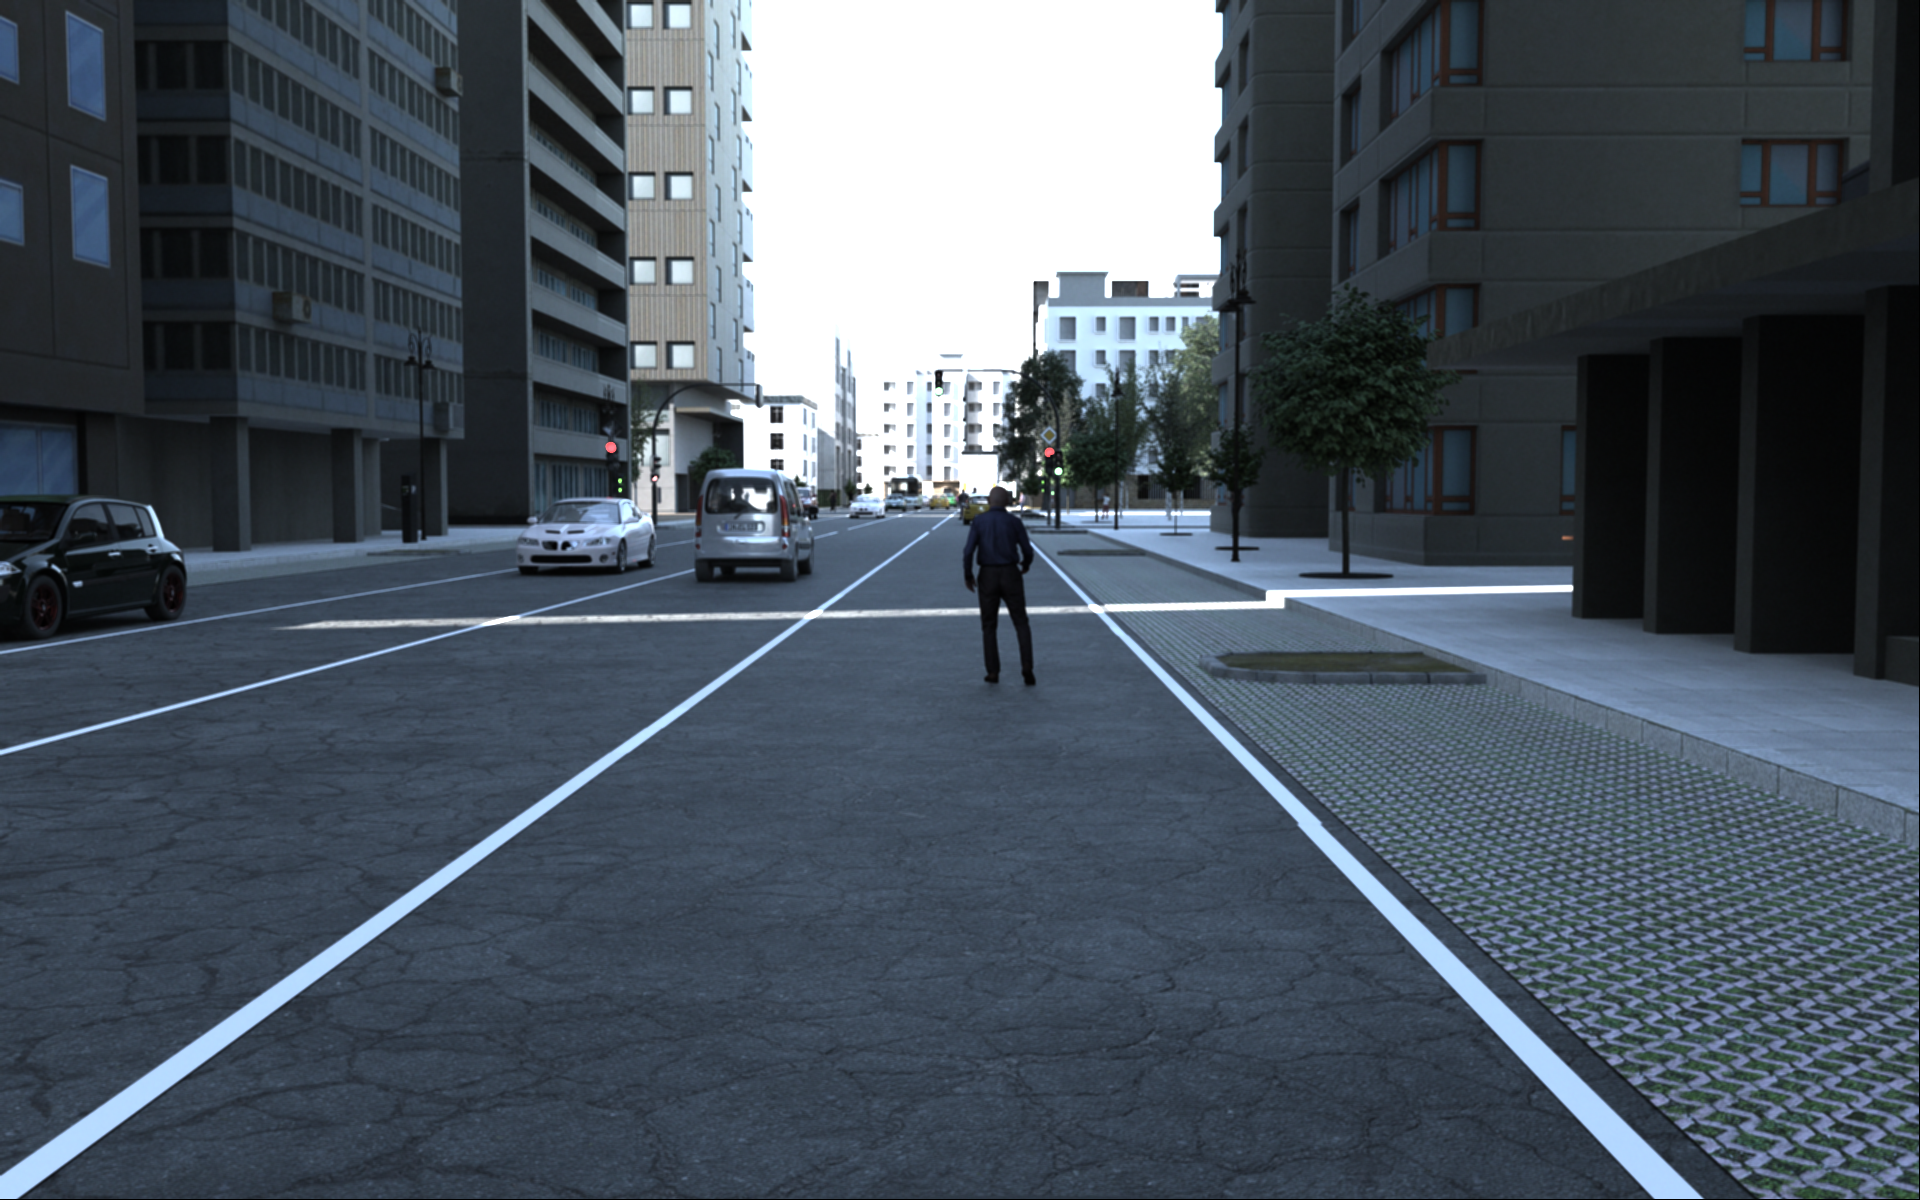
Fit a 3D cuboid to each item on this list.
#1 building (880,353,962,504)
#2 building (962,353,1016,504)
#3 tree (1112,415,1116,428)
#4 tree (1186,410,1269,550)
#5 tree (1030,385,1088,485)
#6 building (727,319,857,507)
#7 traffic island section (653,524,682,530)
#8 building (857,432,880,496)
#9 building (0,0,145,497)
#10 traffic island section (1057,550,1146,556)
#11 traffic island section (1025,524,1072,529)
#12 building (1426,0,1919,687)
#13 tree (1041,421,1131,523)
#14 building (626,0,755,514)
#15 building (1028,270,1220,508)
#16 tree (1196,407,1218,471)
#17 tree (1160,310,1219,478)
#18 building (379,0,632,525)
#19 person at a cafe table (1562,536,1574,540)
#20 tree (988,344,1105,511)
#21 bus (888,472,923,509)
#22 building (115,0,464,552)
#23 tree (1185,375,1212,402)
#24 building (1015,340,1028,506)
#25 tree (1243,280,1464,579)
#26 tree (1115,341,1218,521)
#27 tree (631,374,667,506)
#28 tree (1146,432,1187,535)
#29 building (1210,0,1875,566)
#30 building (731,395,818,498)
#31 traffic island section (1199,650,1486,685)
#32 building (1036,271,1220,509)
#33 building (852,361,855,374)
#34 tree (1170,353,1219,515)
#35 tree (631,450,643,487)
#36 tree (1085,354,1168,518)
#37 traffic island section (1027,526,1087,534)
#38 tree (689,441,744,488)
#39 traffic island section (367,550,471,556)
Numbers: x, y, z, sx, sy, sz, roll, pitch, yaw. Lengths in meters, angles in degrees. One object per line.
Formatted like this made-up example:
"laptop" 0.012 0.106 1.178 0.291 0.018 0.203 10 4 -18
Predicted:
"building" -5.019 -23.348 238.155 11.380 20.091 16.016 0 4 1
"building" 6.424 -23.330 237.865 11.380 20.091 16.016 0 4 1
"tree" 13.849 -11.820 143.619 4.360 8.622 3.978 0 3 0
"tree" 6.262 -2.775 39.977 1.663 3.219 1.824 0 3 0
"tree" 6.684 -10.237 117.736 4.360 8.622 3.978 0 3 0
"building" -20.877 -19.859 191.159 16.747 18.905 31.486 0 4 1
"traffic island section" -12.612 -3.009 71.483 2.009 0.180 2.903 0 4 1
"building" -25.156 -17.956 235.731 28.070 9.664 9.099 0 4 1
"building" -21.677 -22.806 22.991 14.600 45.320 14.200 0 4 1
"traffic island section" 3.304 -1.102 40.882 1.991 0.108 1.994 0 4 1
"traffic island section" 3.688 -2.996 71.273 2.009 0.180 2.903 0 4 1
"building" 15.861 -21.375 4.103 22.147 44.769 28.867 0 4 1
"tree" 6.233 -5.788 78.340 4.285 4.588 4.351 0 3 0
"building" -29.558 -32.710 124.044 28.713 52.752 27.495 0 4 1
"building" 20.746 -20.228 174.702 27.936 21.610 32.646 0 4 1
"tree" 21.995 -13.115 131.432 9.611 12.733 9.660 0 3 0
"tree" 18.164 -12.939 118.210 9.857 13.997 8.962 0 3 0
"building" -28.294 -27.949 80.673 21.300 48.544 21.600 0 4 1
"person at a cafe table" 9.022 -0.851 22.426 1.622 1.524 1.698 -1 4 -17
"tree" 6.705 -13.199 132.814 9.611 12.733 9.660 0 3 0
"bus" -5.028 -10.388 164.696 2.948 3.499 13.247 0 4 1
"building" -27.086 -21.700 46.678 23.993 40.220 32.217 0 4 1
"tree" 21.384 -13.193 141.454 9.928 11.665 9.643 0 3 0
"building" 15.296 -20.820 206.862 16.747 18.905 31.486 0 4 1
"tree" 6.080 -2.635 26.803 4.285 4.588 4.351 0 3 0
"tree" 10.419 -8.159 83.763 4.360 8.622 3.978 0 3 0
"tree" -20.014 -9.487 105.480 4.737 8.622 4.395 0 3 0
"tree" 6.612 -3.633 54.001 1.663 3.219 1.824 0 3 0
"building" 22.252 -12.192 44.374 27.650 21.520 28.899 0 4 1
"building" -17.752 -13.408 161.367 9.099 9.664 28.070 0 4 1
"traffic island section" 2.966 0.546 13.941 1.991 0.108 1.994 0 4 1
"building" 14.828 -18.130 152.849 16.016 20.091 11.380 0 4 1
"building" -18.944 -21.890 214.313 11.380 20.091 16.016 0 4 1
"tree" 13.823 -8.627 91.408 4.737 8.622 4.395 0 3 0
"tree" -20.113 -7.141 100.468 4.285 4.588 4.351 0 3 0
"tree" 8.515 -8.625 91.376 4.737 8.622 4.395 0 3 0
"traffic island section" 3.587 -2.508 63.289 2.009 0.180 2.903 0 4 1
"tree" -14.906 -7.507 106.454 4.285 4.588 4.351 0 3 0
"traffic island section" -12.675 -1.103 40.894 1.991 0.108 1.994 0 4 1
